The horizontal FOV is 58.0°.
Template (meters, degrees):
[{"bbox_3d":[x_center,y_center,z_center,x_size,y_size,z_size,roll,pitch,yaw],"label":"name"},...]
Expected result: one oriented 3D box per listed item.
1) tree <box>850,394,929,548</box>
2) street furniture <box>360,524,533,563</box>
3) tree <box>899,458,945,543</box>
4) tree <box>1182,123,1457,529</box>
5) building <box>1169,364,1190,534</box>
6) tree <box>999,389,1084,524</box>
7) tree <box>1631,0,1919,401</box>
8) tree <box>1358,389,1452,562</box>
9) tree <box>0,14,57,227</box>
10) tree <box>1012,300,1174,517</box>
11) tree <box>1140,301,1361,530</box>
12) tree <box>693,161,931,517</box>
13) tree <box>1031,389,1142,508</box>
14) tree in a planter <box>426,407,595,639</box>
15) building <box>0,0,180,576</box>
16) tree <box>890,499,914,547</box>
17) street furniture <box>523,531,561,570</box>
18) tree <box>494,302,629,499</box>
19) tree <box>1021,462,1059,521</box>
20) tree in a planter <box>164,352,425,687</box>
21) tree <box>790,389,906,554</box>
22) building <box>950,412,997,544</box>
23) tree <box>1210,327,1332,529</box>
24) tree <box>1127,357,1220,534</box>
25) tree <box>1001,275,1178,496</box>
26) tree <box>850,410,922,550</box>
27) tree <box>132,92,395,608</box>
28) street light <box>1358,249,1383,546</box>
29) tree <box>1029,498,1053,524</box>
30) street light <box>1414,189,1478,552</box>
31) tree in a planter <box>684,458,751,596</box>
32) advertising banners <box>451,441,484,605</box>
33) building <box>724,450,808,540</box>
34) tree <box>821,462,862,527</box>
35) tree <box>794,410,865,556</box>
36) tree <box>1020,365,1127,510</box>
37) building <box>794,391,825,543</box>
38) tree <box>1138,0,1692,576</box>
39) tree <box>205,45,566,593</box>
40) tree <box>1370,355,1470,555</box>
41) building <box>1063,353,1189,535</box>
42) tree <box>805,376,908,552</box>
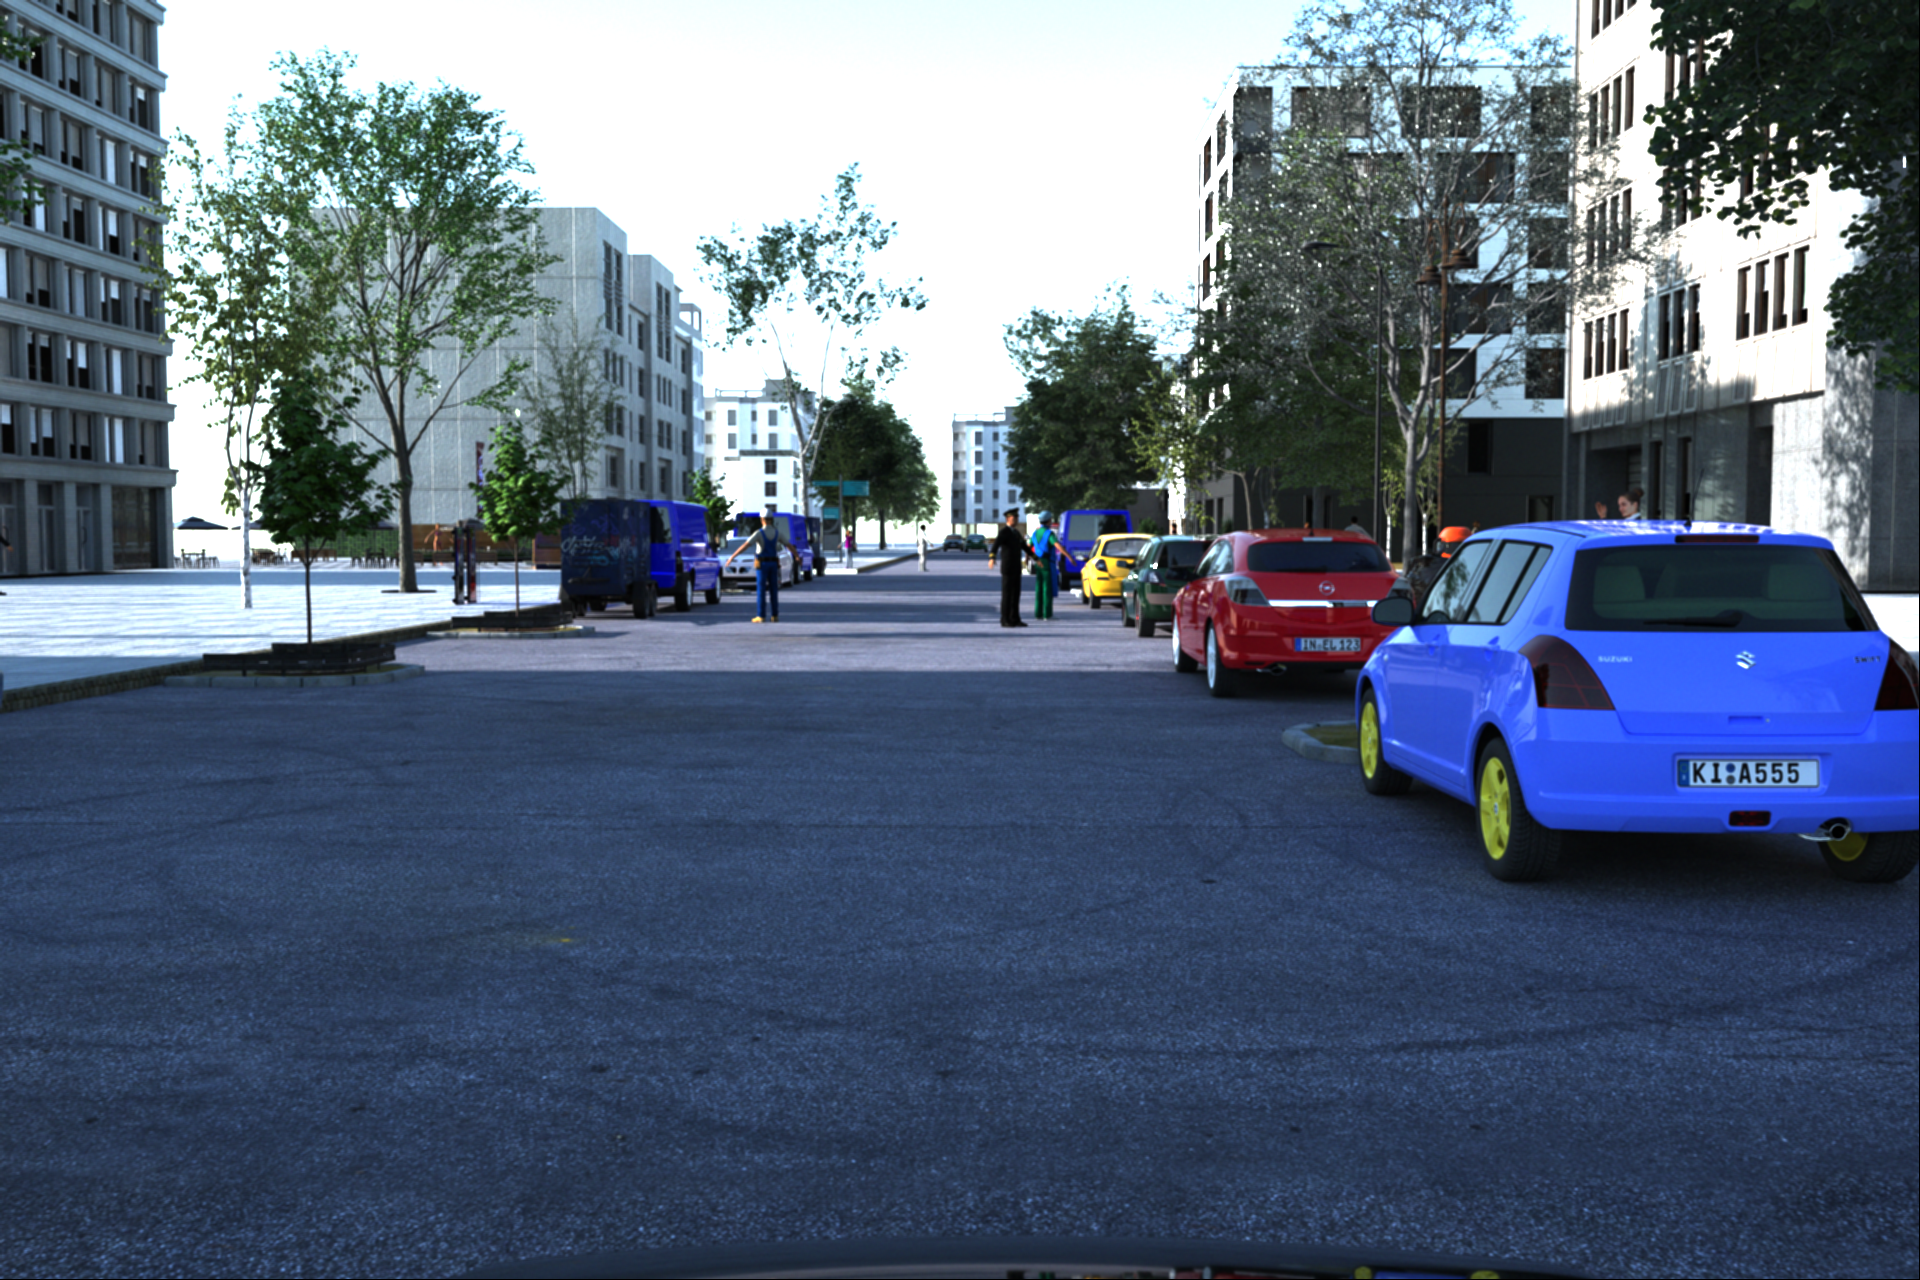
[{"bbox_3d":[-6.939,-15.290,156.650,9.857,13.997,8.962,0,3,0],"label":"tree"},{"bbox_3d":[-22.023,-4.514,80.651,11.010,1.723,9.812,-1,4,-20],"label":"street furniture"},{"bbox_3d":[-5.885,-20.568,254.419,7.486,12.596,7.792,0,3,0],"label":"tree"},{"bbox_3d":[10.110,-7.998,48.891,7.486,12.596,7.792,0,3,0],"label":"tree"},{"bbox_3d":[28.135,-20.405,190.042,16.016,20.090,11.380,0,4,1],"label":"building"},{"bbox_3d":[8.117,-14.537,144.335,9.857,13.997,8.962,0,3,0],"label":"tree"},{"bbox_3d":[9.450,-6.520,13.255,9.857,13.997,8.962,0,3,0],"label":"tree"},{"bbox_3d":[18.505,-7.532,73.511,4.737,8.622,4.395,0,3,0],"label":"tree"},{"bbox_3d":[-12.218,-5.517,15.951,9.928,11.665,9.643,0,3,0],"label":"tree"},{"bbox_3d":[7.406,-11.586,96.084,9.857,13.997,8.962,0,3,0],"label":"tree"},{"bbox_3d":[10.914,-7.946,64.327,8.767,10.594,7.601,0,4,6],"label":"tree"},{"bbox_3d":[-7.690,-14.282,89.392,12.611,20.169,13.585,0,3,0],"label":"tree"},{"bbox_3d":[7.763,-10.528,106.539,7.601,10.594,8.767,1,4,14],"label":"tree"},{"bbox_3d":[-6.284,-1.668,24.496,1.991,3.239,1.994,0,4,1],"label":"tree in a planter"},{"bbox_3d":[-30.909,-12.476,50.651,8.464,21.280,15.925,0,4,1],"label":"building"},{"bbox_3d":[-6.211,-13.322,168.175,4.737,8.622,4.395,0,3,0],"label":"tree"},{"bbox_3d":[-12.315,-3.667,66.814,9.812,1.723,11.010,-1,4,-15],"label":"street furniture"},{"bbox_3d":[-11.867,-6.376,54.615,4.360,8.622,3.978,0,3,0],"label":"tree"},{"bbox_3d":[8.865,-14.004,154.719,9.928,11.665,9.643,0,3,0],"label":"tree"},{"bbox_3d":[-6.466,-1.217,17.121,1.991,3.239,1.994,0,4,1],"label":"tree in a planter"},{"bbox_3d":[-7.002,-10.755,110.253,8.767,10.594,7.601,2,4,31],"label":"tree"},{"bbox_3d":[-1.164,-24.510,259.609,11.380,20.090,16.016,0,4,5],"label":"building"},{"bbox_3d":[10.071,-6.589,58.094,4.360,8.622,3.978,0,3,0],"label":"tree"},{"bbox_3d":[9.019,-7.374,70.928,4.737,8.622,4.395,0,3,0],"label":"tree"},{"bbox_3d":[9.644,-16.560,126.644,12.611,20.169,13.585,0,3,0],"label":"tree"},{"bbox_3d":[-6.574,-13.300,143.203,9.928,11.665,9.643,0,3,0],"label":"tree"},{"bbox_3d":[-12.256,-4.874,30.055,4.737,8.622,4.395,0,3,0],"label":"tree"},{"bbox_3d":[7.215,-3.367,27.594,1.470,5.913,1.316,0,4,1],"label":"street light"},{"bbox_3d":[8.934,-12.970,162.429,4.360,8.622,3.978,0,3,0],"label":"tree"},{"bbox_3d":[6.609,-3.115,23.722,0.468,5.910,1.993,0,4,1],"label":"street light"},{"bbox_3d":[-6.003,-2.668,40.840,1.991,3.239,1.994,0,4,2],"label":"tree in a planter"},{"bbox_3d":[-9.103,-2.201,32.179,0.090,3.025,2.074,0,4,1],"label":"advertising banners"},{"bbox_3d":[-20.908,-14.959,186.732,9.099,9.664,28.070,0,4,1],"label":"building"},{"bbox_3d":[-18.235,-21.303,254.965,9.857,13.997,8.962,0,3,0],"label":"tree"},{"bbox_3d":[-7.447,-9.261,101.782,4.737,8.622,4.395,0,3,0],"label":"tree"},{"bbox_3d":[7.939,-12.098,115.924,7.486,12.596,7.792,0,3,0],"label":"tree"},{"bbox_3d":[-24.139,-22.802,229.237,16.016,20.090,11.380,0,4,1],"label":"building"},{"bbox_3d":[9.268,-7.631,35.140,12.009,13.543,11.850,0,3,0],"label":"tree"},{"bbox_3d":[-12.252,-6.850,37.752,9.928,11.665,9.643,0,3,0],"label":"tree"},{"bbox_3d":[18.707,-7.237,68.687,4.360,8.622,3.978,0,3,0],"label":"tree"},{"bbox_3d":[26.373,-22.498,211.813,27.936,21.610,32.646,0,4,1],"label":"building"},{"bbox_3d":[-7.545,-12.581,123.822,7.486,12.596,7.792,0,3,0],"label":"tree"}]
